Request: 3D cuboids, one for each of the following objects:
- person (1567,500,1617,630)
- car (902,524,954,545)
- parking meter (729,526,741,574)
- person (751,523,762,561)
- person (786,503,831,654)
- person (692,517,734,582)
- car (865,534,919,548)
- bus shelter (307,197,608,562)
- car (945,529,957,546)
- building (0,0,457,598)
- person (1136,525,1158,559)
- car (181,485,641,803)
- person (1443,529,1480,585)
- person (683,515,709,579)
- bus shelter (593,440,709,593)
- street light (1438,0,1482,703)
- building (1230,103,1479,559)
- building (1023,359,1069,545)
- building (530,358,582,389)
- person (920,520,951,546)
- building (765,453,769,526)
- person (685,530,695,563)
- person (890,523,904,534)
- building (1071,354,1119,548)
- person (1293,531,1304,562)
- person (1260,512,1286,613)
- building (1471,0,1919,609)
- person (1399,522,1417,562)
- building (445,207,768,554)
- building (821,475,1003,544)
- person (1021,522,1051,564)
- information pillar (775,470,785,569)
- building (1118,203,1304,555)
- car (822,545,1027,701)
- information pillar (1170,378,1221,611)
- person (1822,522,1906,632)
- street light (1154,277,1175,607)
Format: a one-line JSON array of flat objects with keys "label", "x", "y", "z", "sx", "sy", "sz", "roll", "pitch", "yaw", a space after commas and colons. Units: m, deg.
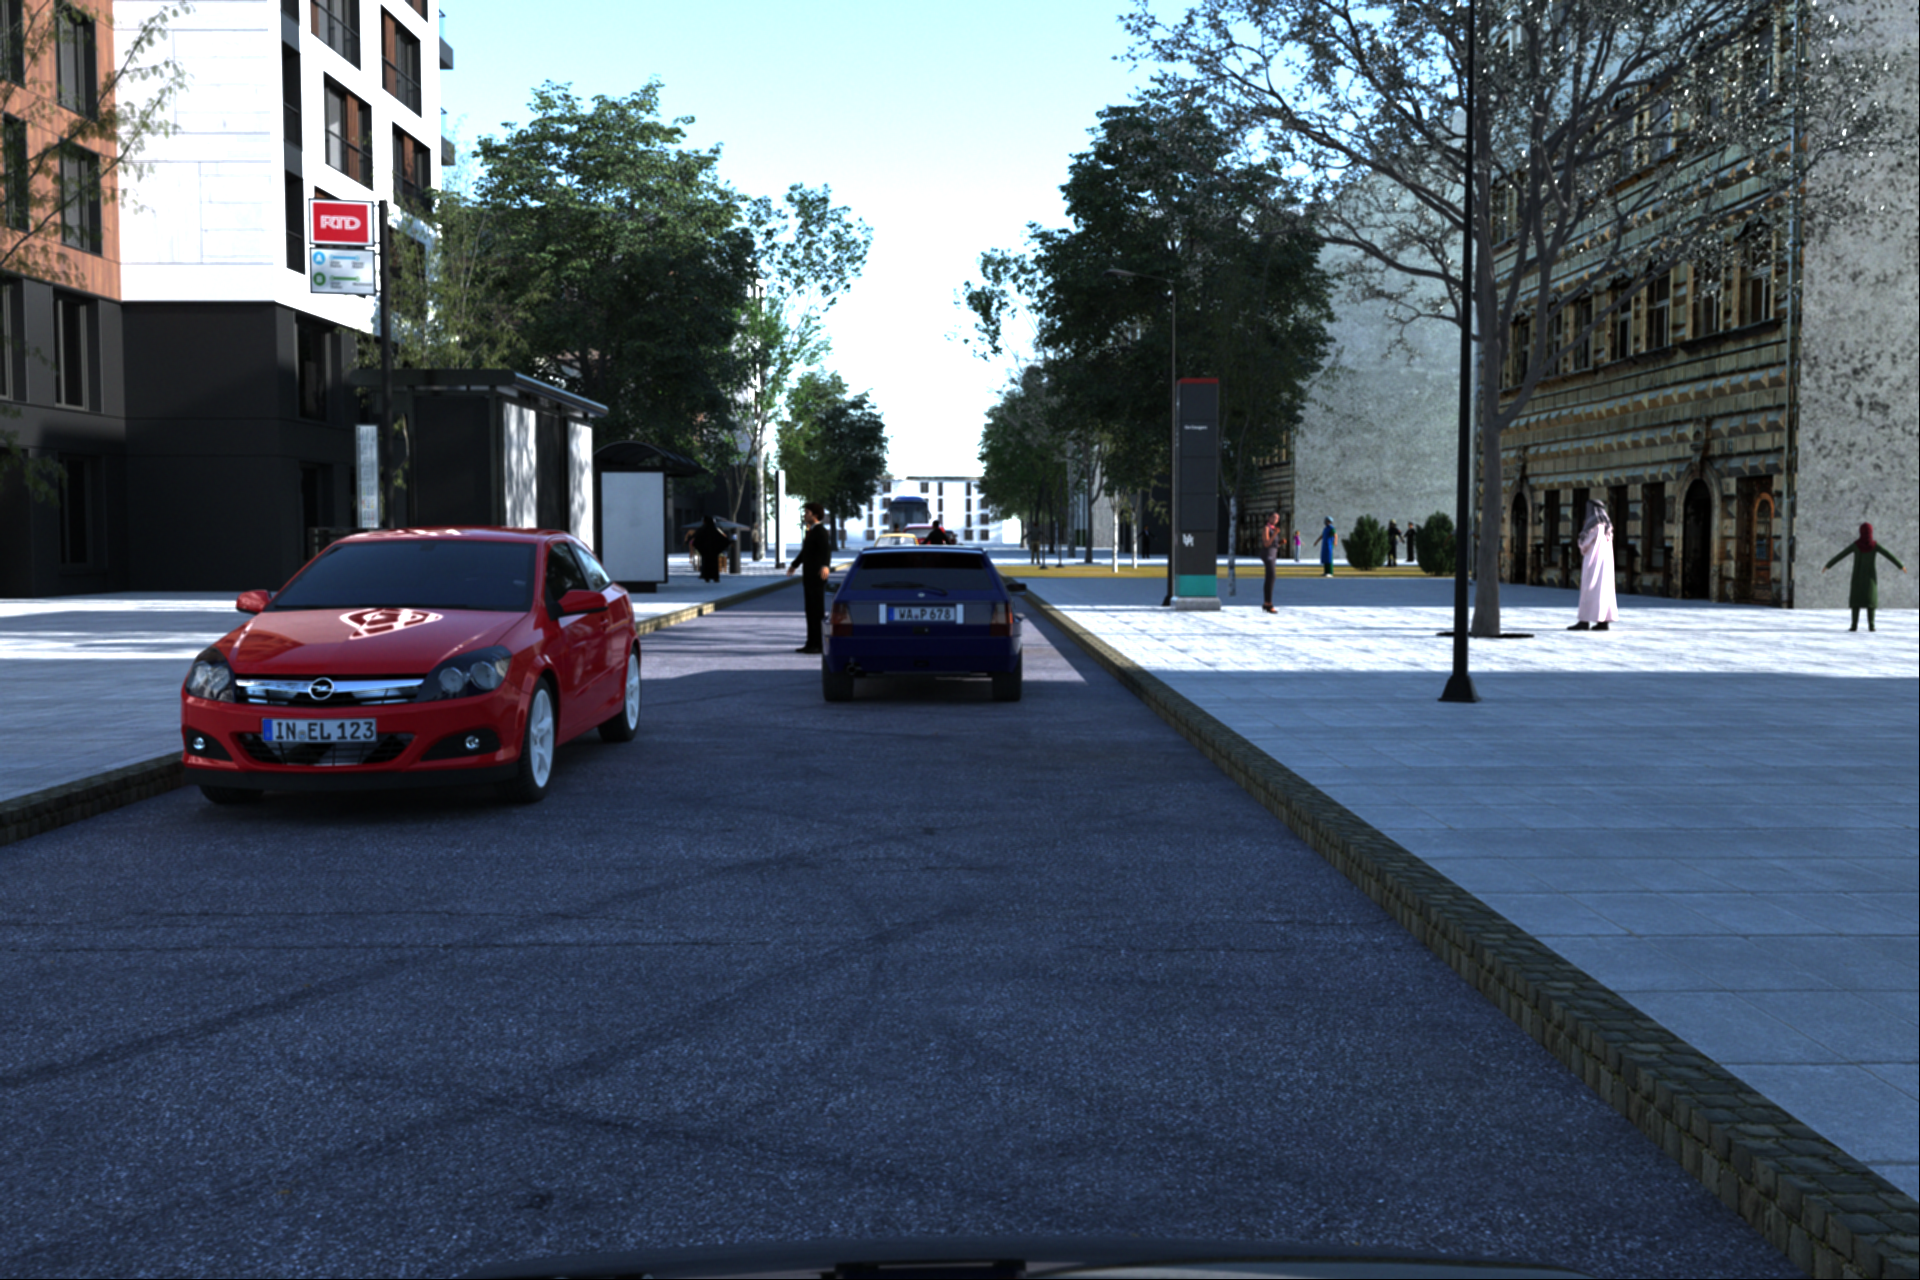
[{"label": "person", "x": 8.464, "y": -1.004, "z": 23.120, "sx": 0.621, "sy": 1.740, "sz": 0.551, "roll": 2, "pitch": 4, "yaw": 25}, {"label": "car", "x": -1.343, "y": -3.446, "z": 65.022, "sx": 2.281, "sy": 1.827, "sz": 5.304, "roll": 0, "pitch": 4, "yaw": -1}, {"label": "parking meter", "x": -7.262, "y": -2.900, "z": 55.827, "sx": 0.372, "sy": 1.533, "sz": 0.369, "roll": 0, "pitch": 3, "yaw": 0}, {"label": "person", "x": -9.701, "y": -4.658, "z": 82.292, "sx": 0.705, "sy": 1.813, "sz": 1.348, "roll": 1, "pitch": 4, "yaw": 10}, {"label": "person", "x": -1.779, "y": -0.746, "z": 20.838, "sx": 0.705, "sy": 1.806, "sz": 1.347, "roll": -2, "pitch": 4, "yaw": -23}, {"label": "person", "x": -6.595, "y": -2.407, "z": 46.145, "sx": 1.214, "sy": 1.737, "sz": 0.721, "roll": 1, "pitch": 4, "yaw": 17}, {"label": "car", "x": -2.062, "y": -2.840, "z": 56.660, "sx": 2.015, "sy": 1.641, "sz": 3.980, "roll": 0, "pitch": 3, "yaw": 0}, {"label": "bus shelter", "x": -6.705, "y": -2.803, "z": 23.464, "sx": 2.179, "sy": 5.291, "sz": 8.768, "roll": 0, "pitch": 4, "yaw": 0}, {"label": "car", "x": -1.315, "y": -7.572, "z": 132.478, "sx": 2.281, "sy": 1.827, "sz": 5.304, "roll": 0, "pitch": 4, "yaw": -2}, {"label": "building", "x": -28.978, "y": -11.724, "z": 35.659, "sx": 27.936, "sy": 21.610, "sz": 32.646, "roll": 0, "pitch": 3, "yaw": 0}, {"label": "person", "x": 9.620, "y": -5.045, "z": 89.204, "sx": 1.216, "sy": 1.740, "sz": 0.721, "roll": -1, "pitch": 4, "yaw": -22}, {"label": "car", "x": -3.131, "y": -0.093, "z": 10.560, "sx": 2.155, "sy": 1.783, "sz": 4.494, "roll": 0, "pitch": 4, "yaw": -1}, {"label": "person", "x": 12.739, "y": -2.259, "z": 43.710, "sx": 1.217, "sy": 1.739, "sz": 0.721, "roll": 3, "pitch": 5, "yaw": 43}, {"label": "person", "x": -7.322, "y": -2.682, "z": 49.919, "sx": 1.348, "sy": 1.821, "sz": 0.705, "roll": -2, "pitch": 4, "yaw": -30}, {"label": "bus shelter", "x": -7.177, "y": -2.824, "z": 40.097, "sx": 2.014, "sy": 3.302, "sz": 5.546, "roll": 0, "pitch": 4, "yaw": -1}, {"label": "street light", "x": 4.392, "y": -2.484, "z": 13.157, "sx": 1.470, "sy": 5.913, "sz": 1.316, "roll": 0, "pitch": 4, "yaw": 0}, {"label": "building", "x": 25.879, "y": -16.209, "z": 95.945, "sx": 19.493, "sy": 23.208, "sz": 18.063, "roll": 0, "pitch": 4, "yaw": -1}, {"label": "building", "x": 21.772, "y": -22.927, "z": 218.823, "sx": 27.936, "sy": 21.610, "sz": 32.646, "roll": 0, "pitch": 3, "yaw": 0}, {"label": "building", "x": -24.220, "y": -9.238, "z": 93.181, "sx": 9.099, "sy": 9.664, "sz": 28.070, "roll": 0, "pitch": 4, "yaw": 0}, {"label": "person", "x": -0.653, "y": -2.266, "z": 45.738, "sx": 1.346, "sy": 1.802, "sz": 0.704, "roll": -3, "pitch": 5, "yaw": -43}, {"label": "building", "x": -24.617, "y": -14.665, "z": 181.916, "sx": 9.099, "sy": 9.664, "sz": 28.070, "roll": 0, "pitch": 4, "yaw": -1}, {"label": "person", "x": -11.582, "y": -4.201, "z": 75.496, "sx": 1.217, "sy": 1.733, "sz": 0.721, "roll": 3, "pitch": 5, "yaw": 39}, {"label": "person", "x": -2.251, "y": -3.220, "z": 61.241, "sx": 1.346, "sy": 1.812, "sz": 0.704, "roll": -1, "pitch": 4, "yaw": -16}, {"label": "building", "x": 20.864, "y": -19.089, "z": 178.560, "sx": 16.747, "sy": 18.905, "sz": 31.486, "roll": 0, "pitch": 4, "yaw": 0}, {"label": "person", "x": 15.567, "y": -4.305, "z": 79.649, "sx": 0.599, "sy": 1.433, "sz": 0.991, "roll": -1, "pitch": 4, "yaw": -15}, {"label": "person", "x": 5.108, "y": -1.265, "z": 28.195, "sx": 0.415, "sy": 1.643, "sz": 0.593, "roll": -1, "pitch": 4, "yaw": -19}, {"label": "building", "x": 23.362, "y": -12.661, "z": 37.941, "sx": 19.493, "sy": 23.208, "sz": 18.063, "roll": 0, "pitch": 4, "yaw": 0}, {"label": "person", "x": 20.651, "y": -4.499, "z": 79.498, "sx": 0.705, "sy": 1.837, "sz": 1.347, "roll": -1, "pitch": 4, "yaw": -22}, {"label": "building", "x": -29.332, "y": -17.184, "z": 124.929, "sx": 27.936, "sy": 21.610, "sz": 32.646, "roll": 0, "pitch": 4, "yaw": -1}, {"label": "building", "x": -7.752, "y": -18.437, "z": 246.040, "sx": 28.070, "sy": 9.664, "sz": 9.099, "roll": 0, "pitch": 4, "yaw": -3}, {"label": "person", "x": 3.260, "y": -4.178, "z": 74.580, "sx": 1.348, "sy": 1.796, "sz": 0.705, "roll": 1, "pitch": 4, "yaw": 12}, {"label": "information pillar", "x": -6.650, "y": -4.446, "z": 64.008, "sx": 0.184, "sy": 3.620, "sz": 1.656, "roll": 0, "pitch": 4, "yaw": 2}, {"label": "building", "x": 25.032, "y": -17.103, "z": 123.602, "sx": 27.936, "sy": 21.610, "sz": 32.646, "roll": 0, "pitch": 4, "yaw": -1}, {"label": "car", "x": -0.328, "y": -0.221, "z": 16.188, "sx": 1.945, "sy": 1.354, "sz": 3.894, "roll": 0, "pitch": 4, "yaw": 0}, {"label": "information pillar", "x": 3.967, "y": -2.429, "z": 29.097, "sx": 0.750, "sy": 3.857, "sz": 0.750, "roll": 0, "pitch": 4, "yaw": 0}, {"label": "person", "x": 11.945, "y": -0.836, "z": 22.885, "sx": 0.989, "sy": 1.438, "sz": 0.599, "roll": 2, "pitch": 4, "yaw": 23}, {"label": "street light", "x": 4.287, "y": -3.552, "z": 30.619, "sx": 1.470, "sy": 5.913, "sz": 1.316, "roll": 0, "pitch": 4, "yaw": -1}]
